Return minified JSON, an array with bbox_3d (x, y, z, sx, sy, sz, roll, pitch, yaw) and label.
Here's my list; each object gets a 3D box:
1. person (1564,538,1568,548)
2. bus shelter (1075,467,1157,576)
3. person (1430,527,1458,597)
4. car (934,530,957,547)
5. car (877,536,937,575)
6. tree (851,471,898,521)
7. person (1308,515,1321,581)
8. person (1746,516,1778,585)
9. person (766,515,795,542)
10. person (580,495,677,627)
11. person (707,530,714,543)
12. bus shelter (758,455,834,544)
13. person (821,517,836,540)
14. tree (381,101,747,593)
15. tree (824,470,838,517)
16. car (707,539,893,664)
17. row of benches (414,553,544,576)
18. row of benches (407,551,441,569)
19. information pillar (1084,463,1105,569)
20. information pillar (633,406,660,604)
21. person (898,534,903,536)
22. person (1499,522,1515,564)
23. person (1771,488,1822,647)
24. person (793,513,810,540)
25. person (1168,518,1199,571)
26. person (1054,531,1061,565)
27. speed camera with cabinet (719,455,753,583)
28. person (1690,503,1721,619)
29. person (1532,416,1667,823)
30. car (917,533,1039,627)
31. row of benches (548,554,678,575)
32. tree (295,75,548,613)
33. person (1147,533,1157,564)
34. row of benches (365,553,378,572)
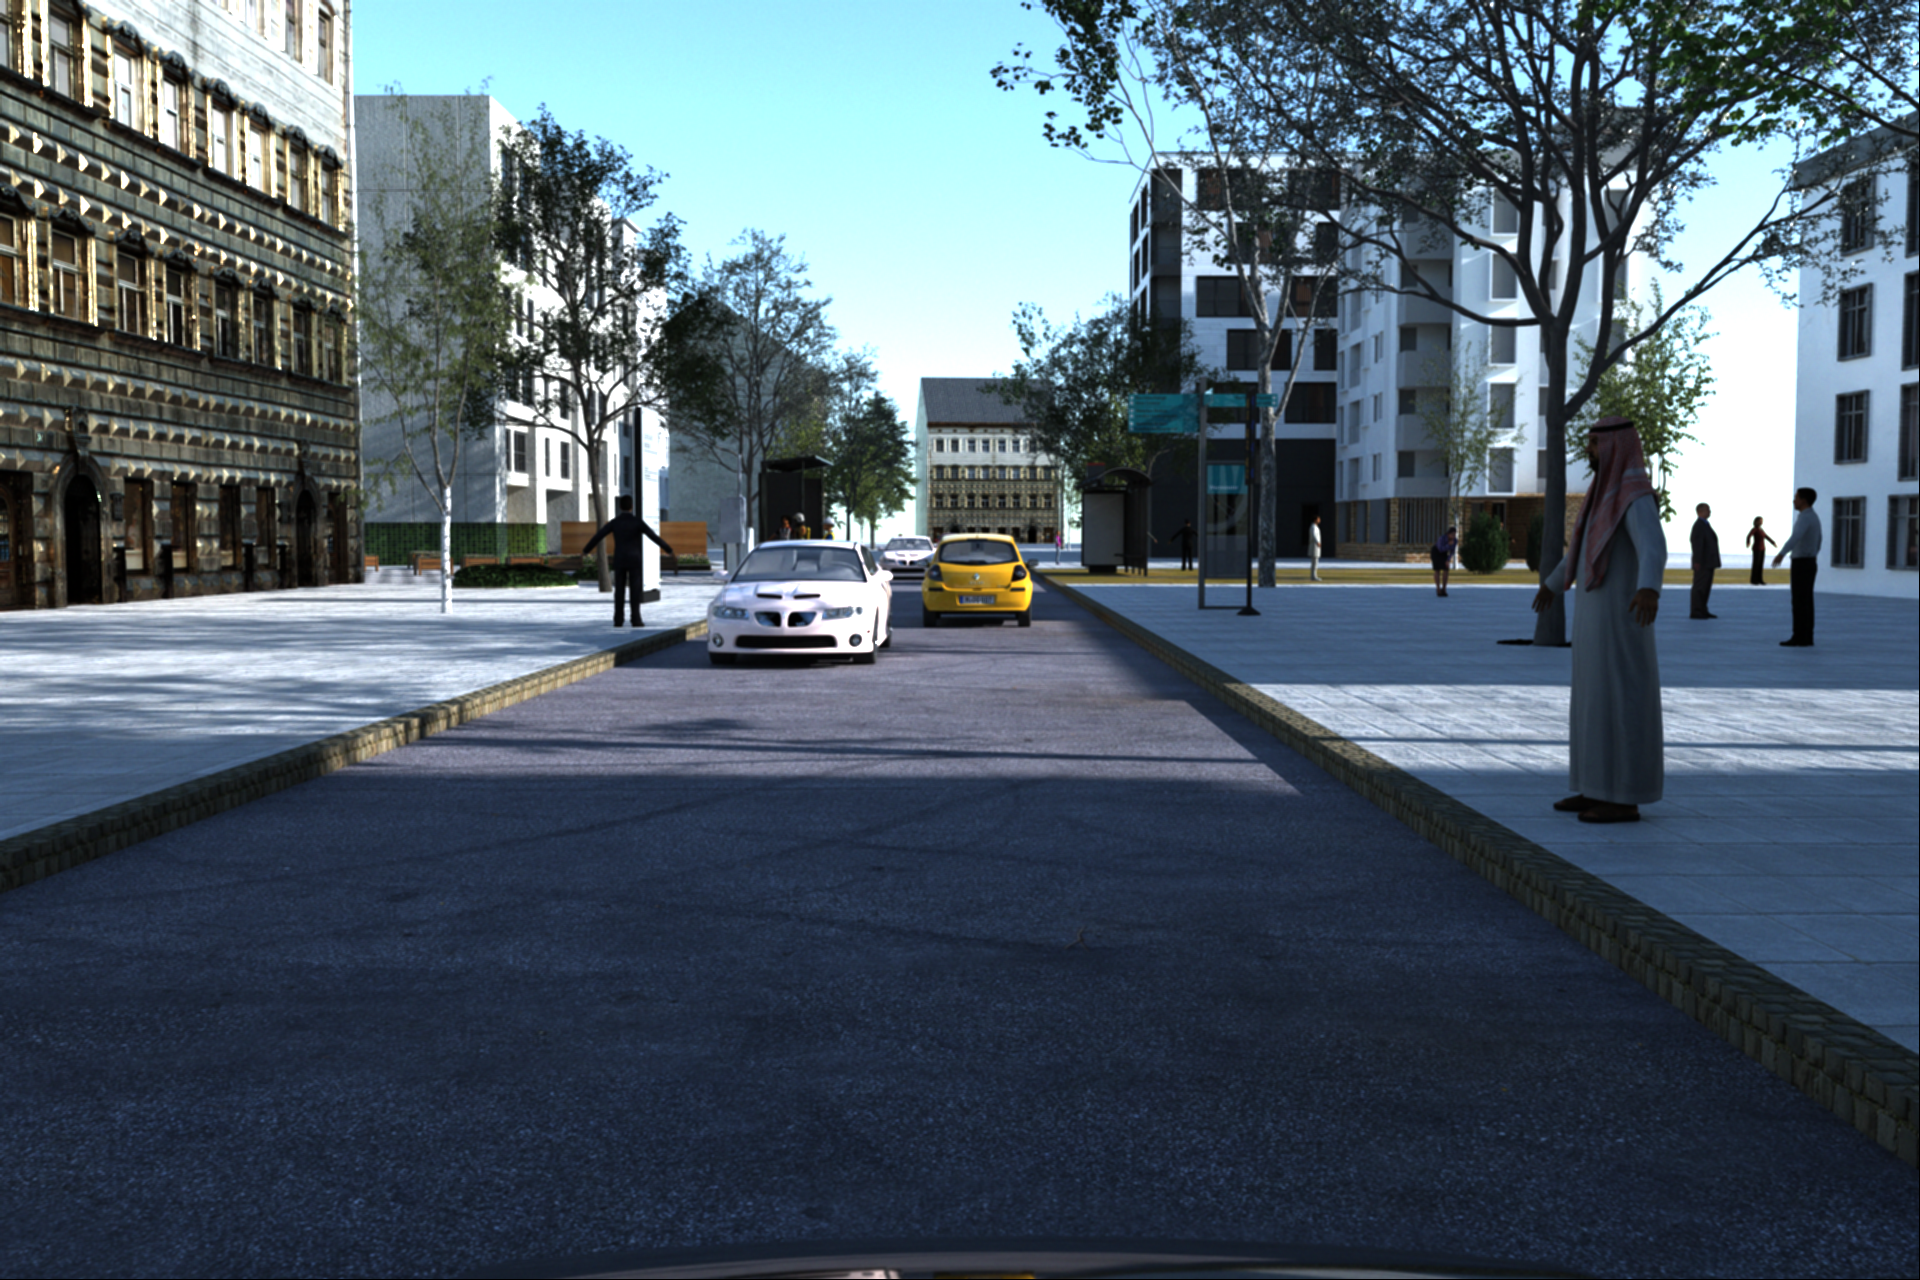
[{"bbox_3d":[16.793,-2.591,48.503,0.704,1.812,1.346,2,4,29],"label":"person"},{"bbox_3d":[4.880,-3.738,55.043,2.014,3.302,5.546,0,4,-1],"label":"bus shelter"},{"bbox_3d":[9.918,-1.598,35.396,0.421,1.427,0.697,-1,4,-17],"label":"person"},{"bbox_3d":[-0.581,-6.352,112.903,2.155,1.783,4.494,0,4,1],"label":"car"},{"bbox_3d":[-1.622,-2.692,56.379,2.083,1.381,4.827,0,4,0],"label":"car"},{"bbox_3d":[-11.683,-18.723,240.528,7.601,10.594,8.767,0,4,-1],"label":"tree"},{"bbox_3d":[9.827,-2.546,47.814,0.705,1.806,1.347,1,4,11],"label":"person"},{"bbox_3d":[20.170,-2.251,43.606,1.215,1.729,0.721,-2,4,-32],"label":"person"},{"bbox_3d":[-5.033,-2.685,50.037,1.345,1.843,0.704,1,4,18],"label":"person"},{"bbox_3d":[-4.585,-1.091,23.887,1.345,1.823,0.704,0,4,0],"label":"person"},{"bbox_3d":[-11.173,-4.217,75.081,1.348,1.813,0.705,2,4,31],"label":"person"},{"bbox_3d":[-5.128,-3.888,54.851,1.731,3.624,6.357,0,4,1],"label":"bus shelter"},{"bbox_3d":[-2.732,-1.587,34.862,0.721,1.772,1.216,0,4,-1],"label":"person"},{"bbox_3d":[-8.122,-6.329,37.897,7.601,10.594,8.767,1,4,14],"label":"tree"},{"bbox_3d":[-21.053,-20.259,237.896,9.857,13.997,8.962,0,3,0],"label":"tree"},{"bbox_3d":[-1.814,-0.504,20.603,2.083,1.381,4.827,0,4,1],"label":"car"},{"bbox_3d":[-15.042,-2.390,54.542,4.104,0.672,1.422,-2,4,-31],"label":"row of benches"},{"bbox_3d":[-19.565,-2.947,63.651,1.422,0.672,4.104,-2,4,-29],"label":"row of benches"},{"bbox_3d":[4.942,-4.520,63.280,0.750,3.857,0.750,0,4,-1],"label":"information pillar"},{"bbox_3d":[-5.900,-2.526,32.618,0.184,3.620,1.656,0,4,1],"label":"information pillar"},{"bbox_3d":[-2.233,-3.132,62.935,0.599,1.433,0.991,0,4,7],"label":"person"},{"bbox_3d":[22.836,-4.100,73.219,1.347,1.806,0.705,-1,4,-21],"label":"person"},{"bbox_3d":[9.646,-0.839,19.872,0.704,1.810,1.344,3,5,42],"label":"person"},{"bbox_3d":[-4.489,-2.592,48.148,0.705,1.858,1.354,-1,4,-14],"label":"person"},{"bbox_3d":[7.969,-3.349,60.692,1.347,1.837,0.705,0,4,7],"label":"person"},{"bbox_3d":[4.175,-3.884,72.773,0.599,1.433,0.991,0,4,7],"label":"person"},{"bbox_3d":[-5.664,-3.029,43.852,0.660,3.252,2.038,0,4,1],"label":"speed camera with cabinet"},{"bbox_3d":[11.324,-1.204,26.282,0.434,1.755,0.990,3,5,40],"label":"person"},{"bbox_3d":[2.916,-0.103,7.834,0.704,1.811,1.347,0,4,0],"label":"person"},{"bbox_3d":[0.287,-1.097,28.163,2.015,1.641,3.980,0,4,1],"label":"car"},{"bbox_3d":[-10.884,-2.352,53.916,4.104,0.672,1.422,-1,4,-12],"label":"row of benches"},{"bbox_3d":[-8.223,-4.727,27.648,4.360,8.622,3.978,0,3,0],"label":"tree"},{"bbox_3d":[7.782,-4.142,74.000,1.348,1.796,0.705,-2,4,-24],"label":"person"},{"bbox_3d":[-21.906,-2.728,60.065,4.104,0.672,1.422,2,4,28],"label":"row of benches"}]
